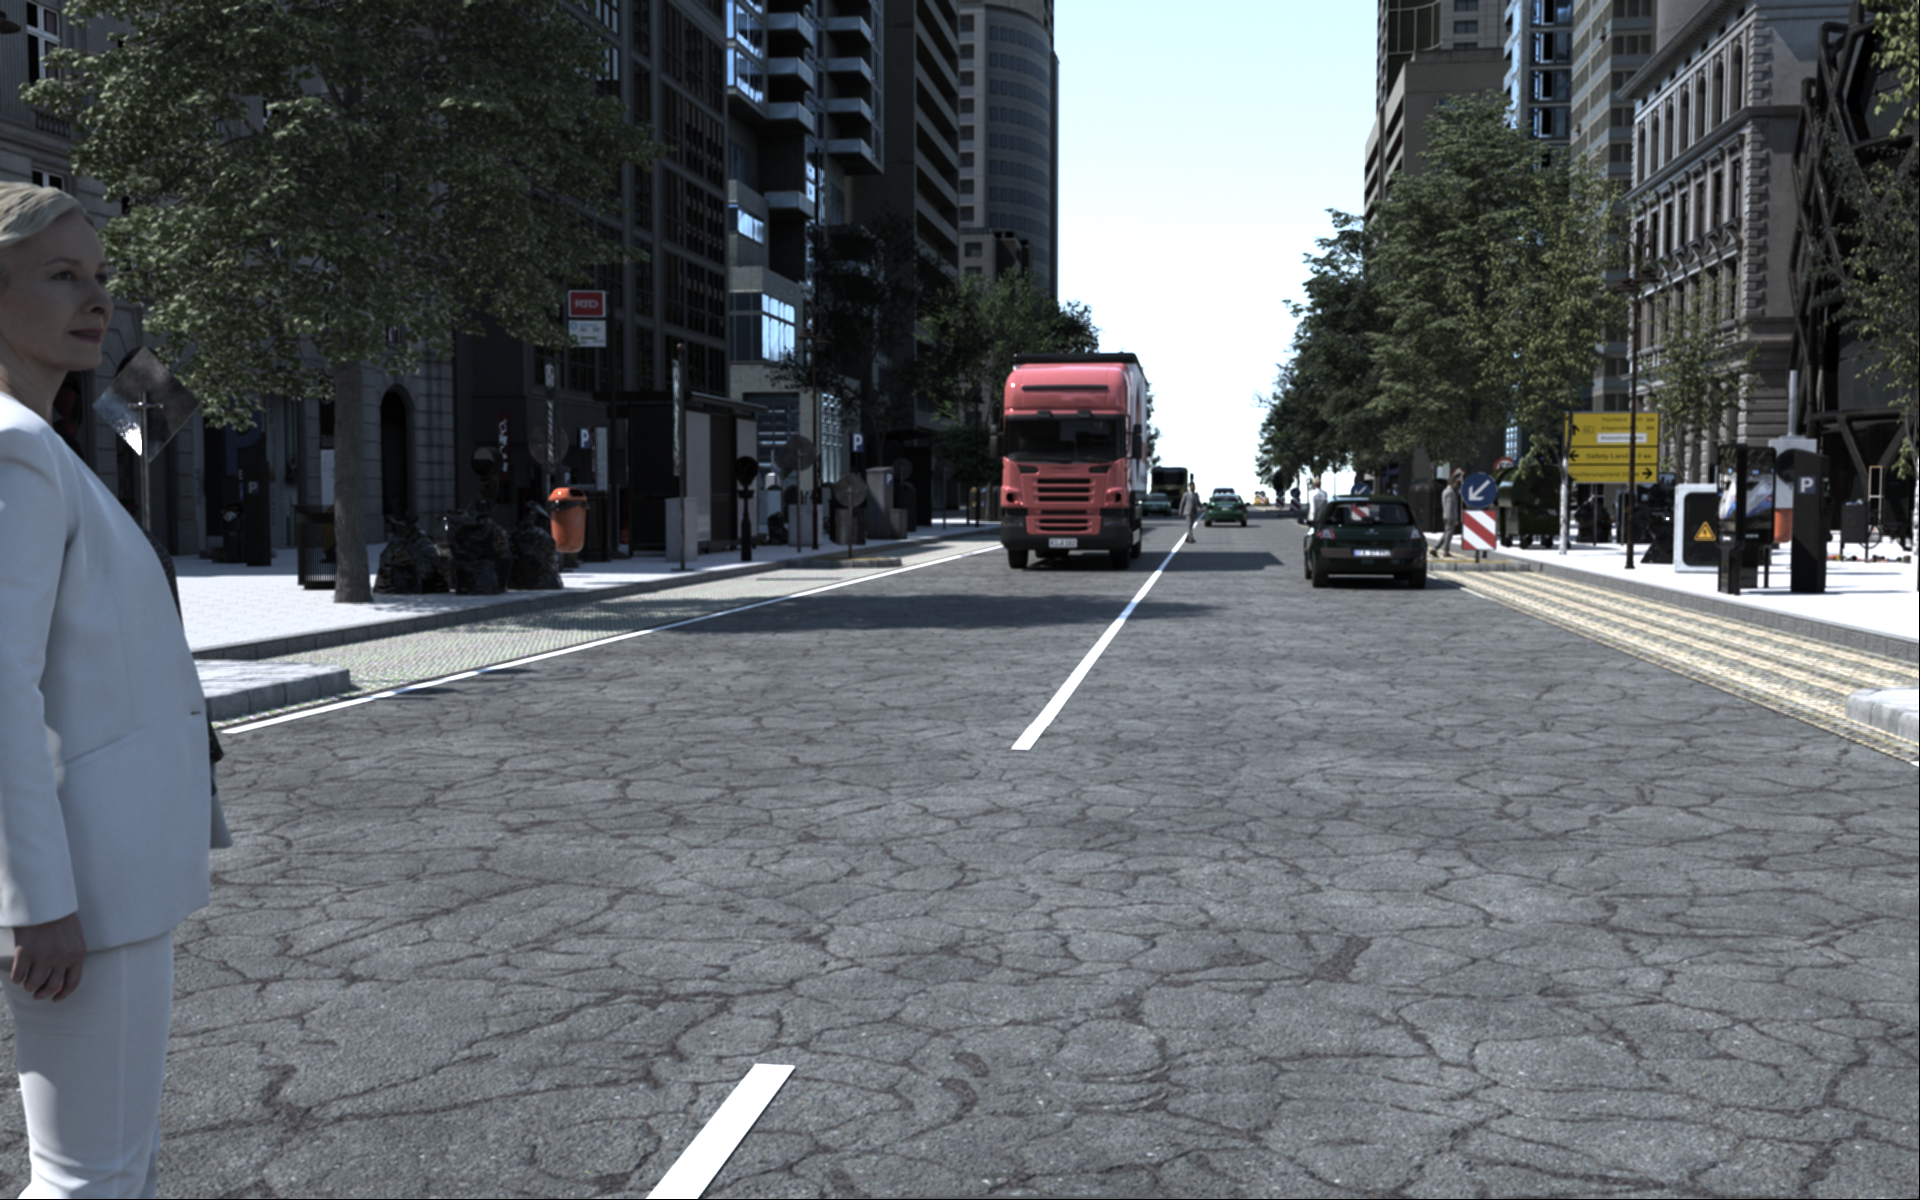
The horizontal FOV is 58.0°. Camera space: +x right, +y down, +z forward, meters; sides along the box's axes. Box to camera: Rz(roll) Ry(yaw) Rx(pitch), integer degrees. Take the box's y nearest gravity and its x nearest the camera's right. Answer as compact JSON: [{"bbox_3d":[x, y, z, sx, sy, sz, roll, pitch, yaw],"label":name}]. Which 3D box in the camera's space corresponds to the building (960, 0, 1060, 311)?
[{"bbox_3d":[0.199,-40.857,210.018,21.231,58.520,28.212,1,4,8],"label":"building"}]

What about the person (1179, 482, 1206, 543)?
[{"bbox_3d":[6.767,-2.564,50.703,0.678,1.792,0.850,-1,4,-23],"label":"person"}]

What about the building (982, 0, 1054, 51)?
[{"bbox_3d":[4.227,-48.649,233.667,20.563,71.187,20.611,1,4,8],"label":"building"}]

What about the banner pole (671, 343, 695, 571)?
[{"bbox_3d":[-4.653,-2.363,28.657,0.401,3.779,0.863,0,4,3],"label":"banner pole"}]

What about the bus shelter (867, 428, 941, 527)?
[{"bbox_3d":[-2.052,-4.495,64.770,1.731,3.624,6.357,1,4,9],"label":"bus shelter"}]

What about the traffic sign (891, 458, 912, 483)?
[{"bbox_3d":[-2.081,-3.754,61.489,0.768,2.556,0.104,1,4,13],"label":"traffic sign"}]

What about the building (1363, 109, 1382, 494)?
[{"bbox_3d":[59.783,-35.668,206.866,21.300,48.544,21.600,1,4,8],"label":"building"}]

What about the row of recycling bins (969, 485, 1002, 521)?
[{"bbox_3d":[1.581,-4.678,83.591,1.069,1.692,3.534,-2,4,-30],"label":"row of recycling bins"}]

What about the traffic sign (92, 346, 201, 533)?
[{"bbox_3d":[-5.528,-0.498,11.780,0.795,2.450,0.064,1,4,8],"label":"traffic sign"}]

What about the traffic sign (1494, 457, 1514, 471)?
[{"bbox_3d":[18.623,-3.616,59.231,0.768,2.556,0.104,1,4,9],"label":"traffic sign"}]

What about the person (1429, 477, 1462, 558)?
[{"bbox_3d":[10.985,-1.849,38.845,0.853,1.813,0.709,0,4,-2],"label":"person"}]

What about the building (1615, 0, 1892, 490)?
[{"bbox_3d":[34.884,-14.839,71.490,11.050,23.489,19.941,1,4,8],"label":"building"}]

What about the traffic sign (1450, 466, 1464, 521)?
[{"bbox_3d":[21.063,-4.481,73.267,0.884,2.594,0.081,1,4,14],"label":"traffic sign"}]

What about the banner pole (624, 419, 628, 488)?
[{"bbox_3d":[-9.219,-3.541,47.910,0.401,3.779,0.863,0,4,-5],"label":"banner pole"}]

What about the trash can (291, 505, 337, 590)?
[{"bbox_3d":[-8.628,-0.718,23.392,0.748,1.137,0.748,0,3,0],"label":"trash can"}]

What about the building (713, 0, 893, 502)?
[{"bbox_3d":[-15.976,-48.344,103.088,22.319,86.520,31.000,1,4,8],"label":"building"}]

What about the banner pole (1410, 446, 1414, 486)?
[{"bbox_3d":[19.881,-5.271,76.204,0.401,3.779,0.863,2,4,26],"label":"banner pole"}]

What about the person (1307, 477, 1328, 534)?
[{"bbox_3d":[7.832,-1.775,37.749,0.478,1.798,0.641,0,4,-7],"label":"person"}]

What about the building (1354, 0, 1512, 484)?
[{"bbox_3d":[63.358,-48.252,227.175,20.563,71.187,20.611,1,4,8],"label":"building"}]

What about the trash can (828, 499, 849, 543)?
[{"bbox_3d":[-3.143,-2.082,45.702,0.748,1.137,0.748,0,3,0],"label":"trash can"}]

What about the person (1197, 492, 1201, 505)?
[{"bbox_3d":[31.336,-13.366,227.569,0.750,1.759,0.617,0,4,-8],"label":"person"}]

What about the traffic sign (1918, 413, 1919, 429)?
[{"bbox_3d":[11.888,-1.266,20.798,0.768,2.556,0.104,1,4,13],"label":"traffic sign"}]

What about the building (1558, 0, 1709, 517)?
[{"bbox_3d":[49.581,-25.042,101.317,32.217,40.220,23.993,1,4,8],"label":"building"}]

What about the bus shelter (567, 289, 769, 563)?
[{"bbox_3d":[-6.219,-3.603,36.538,2.179,5.291,8.768,1,4,8],"label":"bus shelter"}]

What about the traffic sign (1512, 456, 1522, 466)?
[{"bbox_3d":[18.696,-3.510,57.502,0.768,2.556,0.104,1,4,13],"label":"traffic sign"}]

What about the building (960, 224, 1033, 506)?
[{"bbox_3d":[0.283,-25.554,189.508,14.160,30.474,14.107,1,4,8],"label":"building"}]

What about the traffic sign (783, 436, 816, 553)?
[{"bbox_3d":[-3.533,-2.315,37.954,0.768,2.556,0.104,1,4,14],"label":"traffic sign"}]

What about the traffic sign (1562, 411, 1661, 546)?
[{"bbox_3d":[15.974,-2.978,42.564,2.265,3.308,0.079,1,4,12],"label":"traffic sign"}]

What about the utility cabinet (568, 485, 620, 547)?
[{"bbox_3d":[-8.743,-2.000,41.376,1.173,1.500,0.318,-1,4,-10],"label":"utility cabinet"}]

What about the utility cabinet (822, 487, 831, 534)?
[{"bbox_3d":[-4.295,-2.887,55.880,0.318,1.500,1.173,0,4,-4],"label":"utility cabinet"}]

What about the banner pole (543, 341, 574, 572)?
[{"bbox_3d":[-6.597,-2.333,28.170,0.401,3.779,0.863,0,4,7],"label":"banner pole"}]

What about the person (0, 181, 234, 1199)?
[{"bbox_3d":[-1.266,0.372,2.293,0.514,1.842,0.818,2,4,35],"label":"person"}]

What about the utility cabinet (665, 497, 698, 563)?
[{"bbox_3d":[-5.294,-1.330,32.899,0.306,1.237,1.020,1,4,11],"label":"utility cabinet"}]

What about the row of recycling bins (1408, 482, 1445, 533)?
[{"bbox_3d":[15.920,-3.190,59.275,1.069,1.692,3.534,0,4,7],"label":"row of recycling bins"}]

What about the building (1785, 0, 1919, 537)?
[{"bbox_3d":[34.987,-11.353,53.073,16.820,18.784,16.811,1,4,8],"label":"building"}]

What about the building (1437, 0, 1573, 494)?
[{"bbox_3d":[48.981,-49.851,127.741,22.319,86.520,31.000,1,4,8],"label":"building"}]

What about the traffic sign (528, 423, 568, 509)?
[{"bbox_3d":[-7.325,-1.876,30.780,0.768,2.556,0.104,1,4,13],"label":"traffic sign"}]

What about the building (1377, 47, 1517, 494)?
[{"bbox_3d":[57.116,-34.355,185.403,21.300,48.544,21.600,1,4,8],"label":"building"}]

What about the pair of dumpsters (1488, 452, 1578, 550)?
[{"bbox_3d":[13.687,-2.402,41.760,1.574,2.255,4.437,1,4,8],"label":"pair of dumpsters"}]

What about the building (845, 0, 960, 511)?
[{"bbox_3d":[-12.109,-30.979,130.213,21.300,48.544,21.600,1,4,8],"label":"building"}]

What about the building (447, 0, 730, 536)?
[{"bbox_3d":[-17.974,-16.375,61.234,14.314,27.812,24.014,1,4,8],"label":"building"}]

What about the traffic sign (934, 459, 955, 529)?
[{"bbox_3d":[-0.567,-3.835,62.806,0.768,2.556,0.104,1,4,13],"label":"traffic sign"}]

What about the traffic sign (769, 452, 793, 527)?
[{"bbox_3d":[-4.885,-2.845,47.706,0.795,2.450,0.064,1,4,14],"label":"traffic sign"}]

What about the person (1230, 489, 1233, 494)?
[{"bbox_3d":[16.073,-5.736,102.830,0.434,1.755,0.990,-1,4,-14],"label":"person"}]

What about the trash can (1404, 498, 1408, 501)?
[{"bbox_3d":[16.611,-3.207,64.087,0.748,1.137,0.748,0,3,0],"label":"trash can"}]

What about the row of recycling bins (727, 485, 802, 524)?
[{"bbox_3d":[-8.557,-4.202,75.819,3.534,1.692,1.069,1,4,15],"label":"row of recycling bins"}]

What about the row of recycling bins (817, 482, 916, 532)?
[{"bbox_3d":[-3.194,-3.185,59.193,3.534,1.692,1.069,1,4,14],"label":"row of recycling bins"}]

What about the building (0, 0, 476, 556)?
[{"bbox_3d":[-21.749,-11.983,37.720,13.314,21.916,24.055,1,4,8],"label":"building"}]
